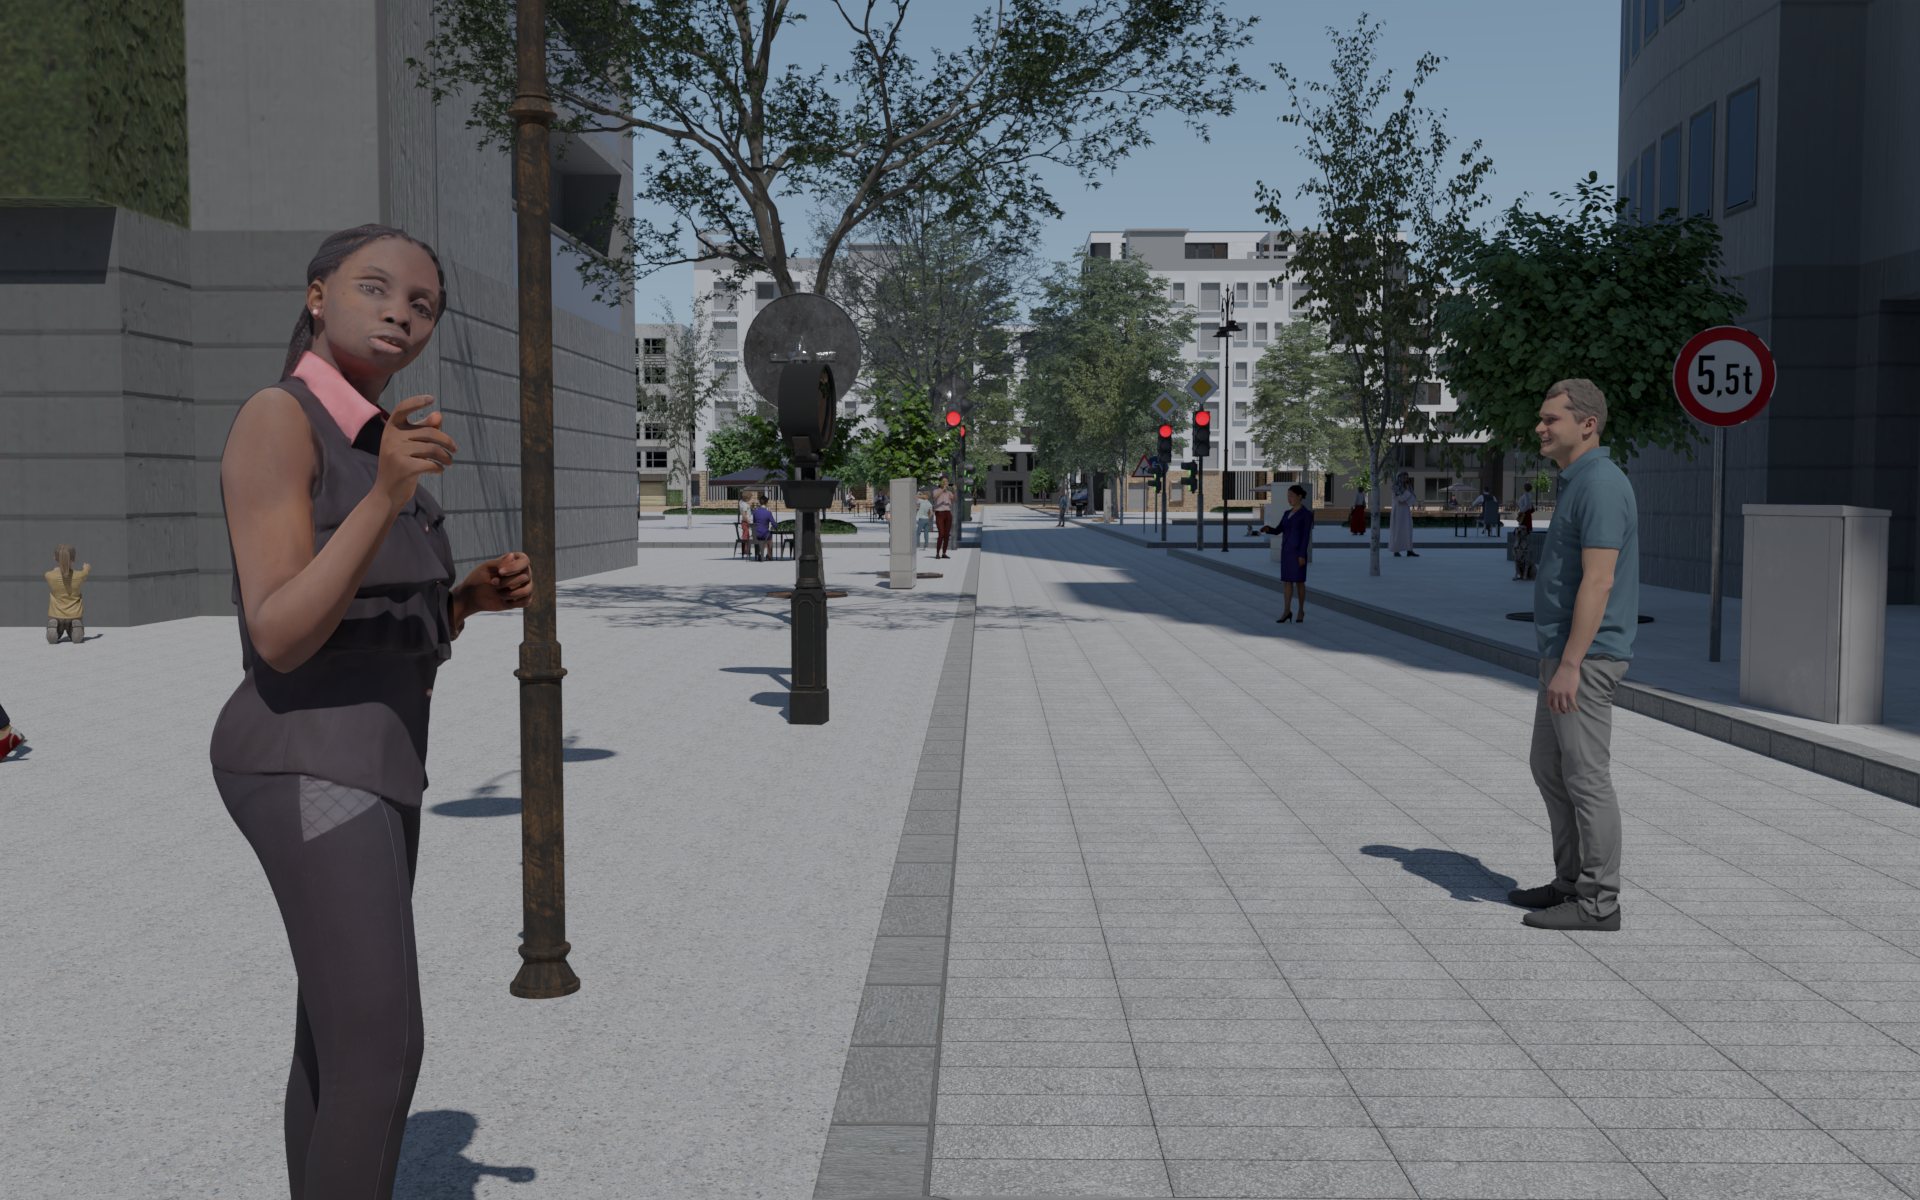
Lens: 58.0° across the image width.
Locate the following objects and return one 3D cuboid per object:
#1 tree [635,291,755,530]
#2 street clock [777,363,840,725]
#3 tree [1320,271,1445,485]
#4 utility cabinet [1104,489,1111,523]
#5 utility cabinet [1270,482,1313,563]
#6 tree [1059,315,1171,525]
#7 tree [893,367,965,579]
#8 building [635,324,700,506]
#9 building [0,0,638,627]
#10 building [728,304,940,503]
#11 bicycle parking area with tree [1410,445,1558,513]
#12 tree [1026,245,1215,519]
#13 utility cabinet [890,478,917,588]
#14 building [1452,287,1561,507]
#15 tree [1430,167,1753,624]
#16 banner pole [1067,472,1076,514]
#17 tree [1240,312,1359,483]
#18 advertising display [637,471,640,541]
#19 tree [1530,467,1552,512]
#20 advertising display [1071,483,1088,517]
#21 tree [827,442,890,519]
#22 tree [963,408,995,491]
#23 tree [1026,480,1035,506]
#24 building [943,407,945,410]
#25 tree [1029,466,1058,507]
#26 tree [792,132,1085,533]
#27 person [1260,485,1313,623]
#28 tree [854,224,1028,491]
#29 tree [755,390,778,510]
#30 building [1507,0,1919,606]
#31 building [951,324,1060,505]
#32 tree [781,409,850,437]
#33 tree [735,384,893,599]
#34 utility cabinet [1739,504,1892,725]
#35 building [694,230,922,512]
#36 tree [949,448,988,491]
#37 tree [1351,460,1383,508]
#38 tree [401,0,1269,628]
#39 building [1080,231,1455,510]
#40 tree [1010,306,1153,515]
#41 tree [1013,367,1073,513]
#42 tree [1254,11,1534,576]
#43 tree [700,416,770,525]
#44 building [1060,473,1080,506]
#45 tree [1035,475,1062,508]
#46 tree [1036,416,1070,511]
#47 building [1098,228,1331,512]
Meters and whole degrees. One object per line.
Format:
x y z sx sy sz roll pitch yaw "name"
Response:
-9.991 -6.838 62.170 4.360 8.622 3.978 0 3 0 "tree"
-0.844 -0.311 9.654 0.358 2.002 0.471 1 4 9 "street clock"
13.952 -6.482 56.341 4.360 8.622 3.978 0 3 0 "tree"
6.517 -4.144 76.434 0.318 1.500 1.173 0 4 6 "utility cabinet"
6.185 -1.443 32.269 0.318 1.500 1.173 -1 4 -15 "utility cabinet"
6.383 -7.363 70.743 4.737 8.622 4.395 0 3 0 "tree"
-0.658 -1.950 26.481 1.663 3.219 1.824 0 3 0 "tree"
-28.689 -19.676 188.156 31.486 18.905 16.747 0 4 1 "building"
-19.851 -29.545 25.057 28.212 58.520 21.231 0 4 1 "building"
-10.501 -17.340 149.966 16.747 18.905 31.486 0 4 1 "building"
30.594 -6.871 99.346 9.016 4.147 8.231 -3 5 -40 "bicycle parking area with tree"
7.975 -11.136 88.725 9.857 13.997 8.962 0 3 0 "tree"
-0.787 -0.924 23.787 0.318 1.500 1.173 0 4 2 "utility cabinet"
56.922 -20.616 181.040 32.646 21.610 27.936 0 4 1 "building"
6.284 -2.069 17.536 4.285 4.588 4.351 0 3 0 "tree"
7.110 -7.418 111.299 0.863 3.779 0.401 -1 4 -19 "banner pole"
21.325 -11.656 108.695 7.486 12.596 7.792 0 3 0 "tree"
-9.020 -2.570 47.239 0.123 1.923 0.974 1 4 19 "advertising display"
40.473 -7.678 120.137 1.663 3.219 1.824 0 3 0 "tree"
6.752 -5.684 98.145 0.974 1.923 0.123 -1 4 -9 "advertising display"
-4.104 -6.465 89.415 4.285 4.588 4.351 0 3 0 "tree"
0.726 -11.486 138.158 4.360 8.622 3.978 0 3 0 "tree"
8.131 -12.151 193.263 1.663 3.219 1.824 0 3 0 "tree"
-9.861 -19.260 171.314 16.016 20.091 11.380 0 4 1 "building"
8.564 -11.601 173.382 4.285 4.588 4.351 0 3 0 "tree"
-1.074 -9.009 57.660 12.009 13.543 11.850 0 3 0 "tree"
3.643 -0.510 19.205 0.453 1.535 0.546 2 4 35 "person"
-1.033 -9.477 73.075 7.486 12.596 7.792 0 3 0 "tree"
-9.358 -8.020 81.486 4.360 8.622 3.978 0 3 0 "tree"
20.053 -29.273 20.609 21.231 58.520 28.212 0 4 1 "building"
-2.155 -23.165 222.729 32.646 21.610 27.936 0 4 1 "building"
-8.682 -9.357 103.342 4.737 8.622 4.395 0 3 0 "tree"
-2.051 -1.653 21.627 1.663 3.219 1.824 0 3 0 "tree"
4.971 0.064 10.108 0.306 1.237 1.020 0 4 -5 "utility cabinet"
-10.785 -16.643 128.537 16.016 20.091 11.380 0 4 1 "building"
0.352 -8.042 115.207 4.285 4.588 4.351 0 3 0 "tree"
23.453 -6.402 99.275 1.663 3.219 1.824 0 3 0 "tree"
-1.346 -5.017 16.439 8.767 10.594 7.601 0 4 3 "tree"
24.317 -18.778 150.991 27.936 21.610 32.646 0 4 1 "building"
7.825 -11.468 104.511 9.611 12.733 9.660 0 3 0 "tree"
7.228 -11.759 118.011 9.928 11.665 9.643 0 3 0 "tree"
6.530 -4.677 26.826 4.737 8.622 4.395 0 3 0 "tree"
-9.404 -5.468 73.111 4.285 4.588 4.351 0 3 0 "tree"
15.478 -14.667 181.956 9.099 9.664 28.070 0 4 1 "building"
8.477 -10.230 161.861 1.663 3.219 1.824 0 3 0 "tree"
7.737 -10.883 128.306 4.360 8.622 3.978 0 3 0 "tree"
18.460 -16.681 129.148 16.016 20.091 11.380 0 4 1 "building"
